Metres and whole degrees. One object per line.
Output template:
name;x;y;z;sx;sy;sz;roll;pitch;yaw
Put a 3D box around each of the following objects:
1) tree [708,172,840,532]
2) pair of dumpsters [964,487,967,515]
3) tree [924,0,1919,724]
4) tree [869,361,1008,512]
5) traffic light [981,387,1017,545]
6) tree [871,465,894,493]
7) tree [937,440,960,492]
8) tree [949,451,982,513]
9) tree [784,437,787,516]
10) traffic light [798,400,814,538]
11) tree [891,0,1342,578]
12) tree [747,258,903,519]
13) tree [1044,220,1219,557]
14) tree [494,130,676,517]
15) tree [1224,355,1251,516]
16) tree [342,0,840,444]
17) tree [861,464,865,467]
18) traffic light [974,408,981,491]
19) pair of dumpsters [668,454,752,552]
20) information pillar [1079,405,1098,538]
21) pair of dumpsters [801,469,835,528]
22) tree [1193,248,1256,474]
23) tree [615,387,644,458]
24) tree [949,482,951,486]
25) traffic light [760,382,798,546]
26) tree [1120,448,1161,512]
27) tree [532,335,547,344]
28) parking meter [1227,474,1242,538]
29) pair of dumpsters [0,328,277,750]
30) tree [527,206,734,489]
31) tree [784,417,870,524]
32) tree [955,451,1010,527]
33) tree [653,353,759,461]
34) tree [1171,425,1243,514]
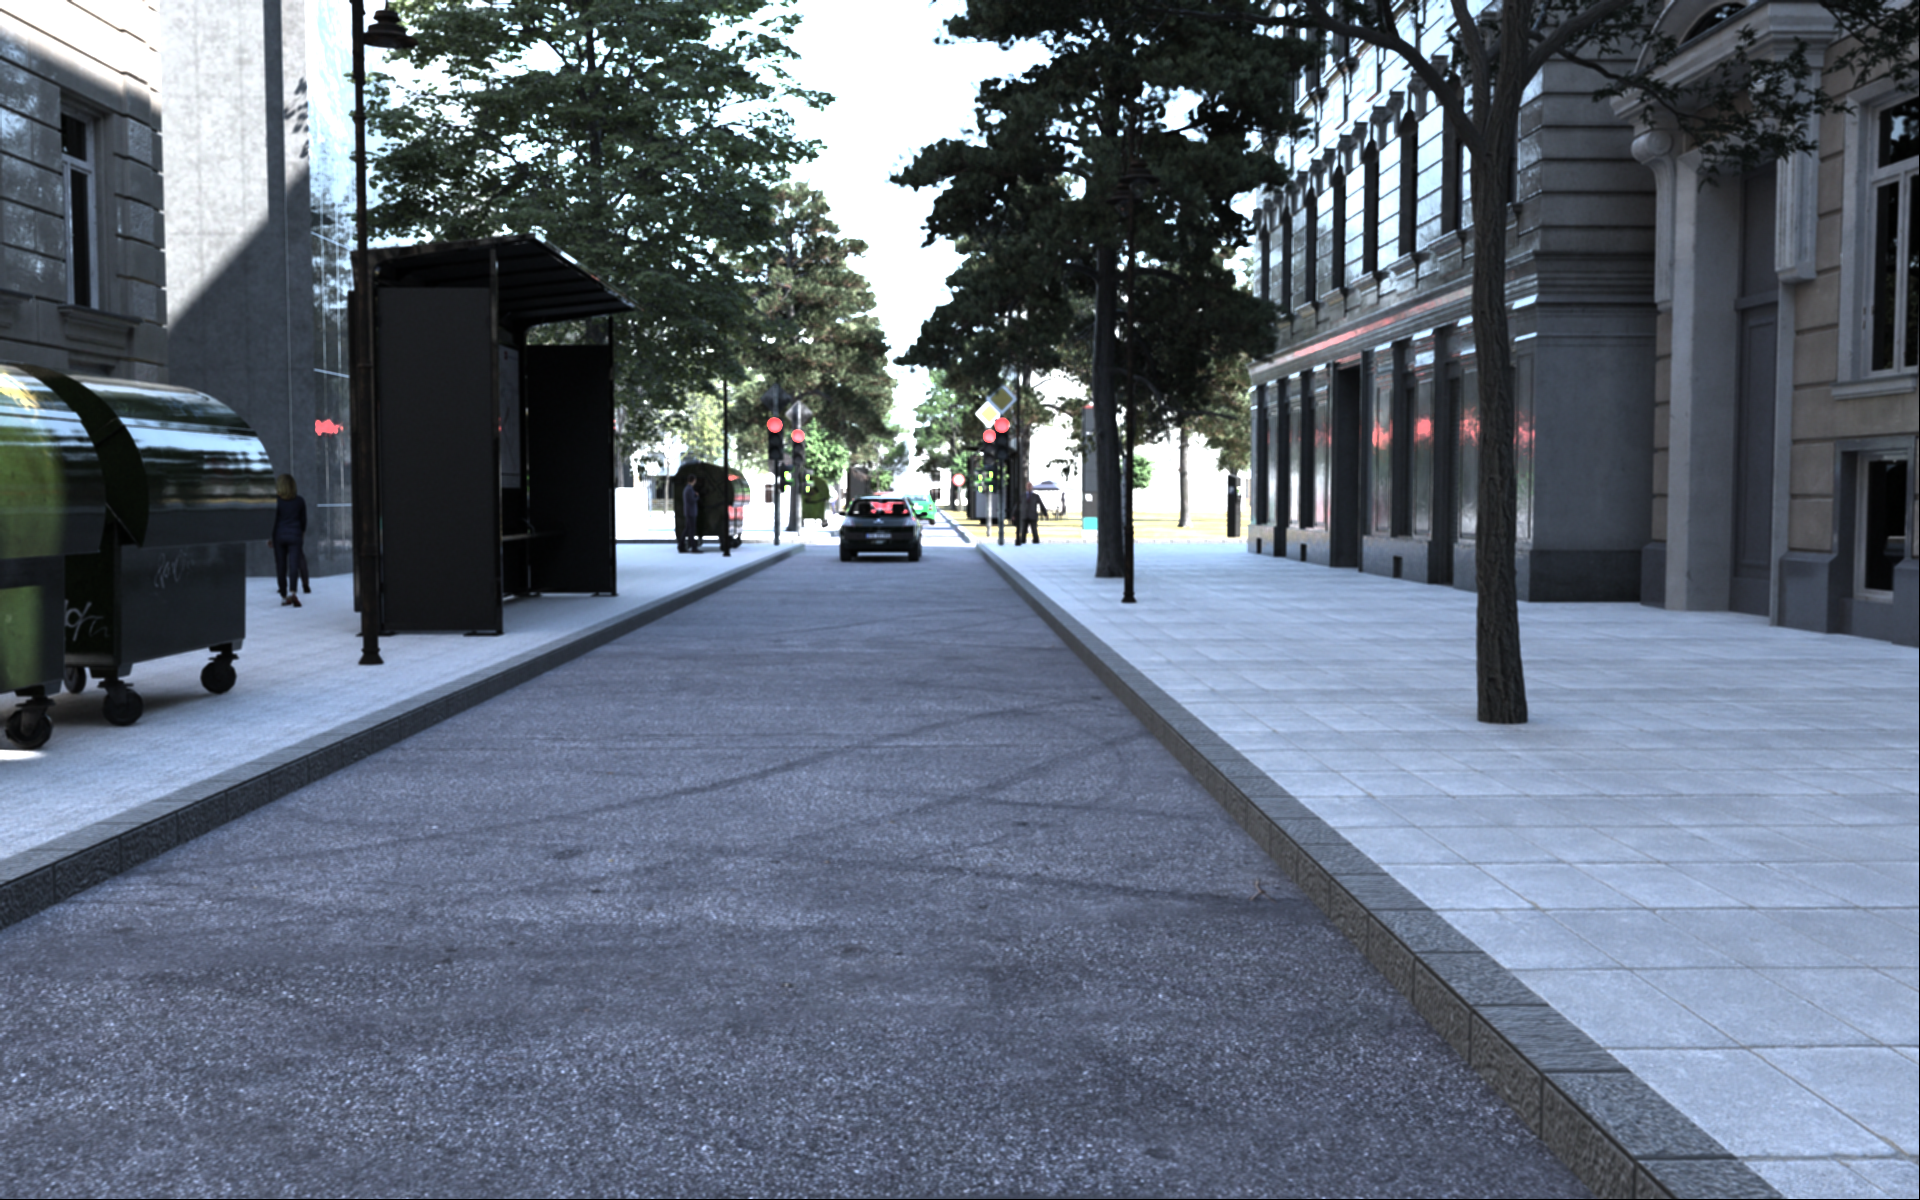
tree;-5.581;-8.364;58.812;6.751;12.117;7.091;0;3;0
pair of dumpsters;1.052;-6.113;102.442;1.574;2.255;4.436;0;4;-1
tree;2.722;-4.591;9.484;7.601;10.594;8.767;0;4;-2
tree;0.095;-12.182;124.931;9.928;11.665;9.643;0;3;0
traffic light;1.012;-3.298;43.162;0.839;4.213;0.868;0;4;-1
tree;-8.867;-12.591;189.577;4.285;4.588;4.351;0;3;0
tree;-0.866;-14.217;182.812;4.737;8.622;4.395;0;3;0
tree;0.859;-8.168;117.266;4.285;4.588;4.351;0;3;0
tree;-10.028;-9.091;98.993;4.737;8.622;4.395;0;3;0
traffic light;-4.722;-3.778;51.009;0.839;4.213;0.868;0;4;-1
tree;2.253;-6.391;26.551;6.751;12.117;7.091;0;3;0
tree;-7.056;-11.194;90.443;7.806;13.903;7.818;0;3;0
tree;3.312;-5.185;35.130;4.360;8.622;3.978;0;3;0
tree;-7.414;-5.106;33.845;4.360;8.622;3.978;0;3;0
tree;15.856;-10.677;100.328;9.928;11.665;9.643;0;3;0
tree;-5.811;-6.675;27.260;7.486;12.596;7.792;0;3;0
tree;-8.133;-13.900;153.020;9.928;11.665;9.643;0;3;0
traffic light;0.838;-3.786;51.146;0.839;4.213;0.868;0;4;-1
pair of dumpsters;-5.811;-2.314;40.326;1.574;2.255;4.436;0;4;-1
information pillar;3.910;-3.755;50.773;0.750;3.857;0.750;0;4;-3
pair of dumpsters;-5.661;-3.911;66.440;1.574;2.255;4.436;0;4;-1
tree;14.316;-10.712;81.803;9.857;13.997;8.962;0;3;0
tree;-17.772;-10.488;105.898;7.601;10.594;8.767;1;4;11
tree;0.091;-9.135;143.955;1.663;3.219;1.824;0;3;0
traffic light;-4.548;-3.289;43.026;0.839;4.213;0.868;0;4;-1
tree;12.566;-8.526;123.110;4.285;4.588;4.351;0;3;0
tree;-22.171;-9.614;82.951;9.928;11.665;9.643;0;3;0
parking meter;8.092;-2.774;51.069;0.255;1.863;0.399;-3;5;-40
pair of dumpsters;-5.118;-0.401;9.042;1.574;2.255;4.436;0;4;-1
tree;-14.180;-9.919;72.538;12.009;13.543;11.850;0;3;0
tree;-6.230;-5.542;74.332;4.285;4.588;4.351;0;3;0
tree;0.971;-4.447;67.310;1.663;3.219;1.824;0;3;0
tree;-12.292;-8.040;81.823;4.737;8.622;4.395;0;3;0
tree;17.873;-12.443;113.809;12.009;13.543;11.850;0;3;0
